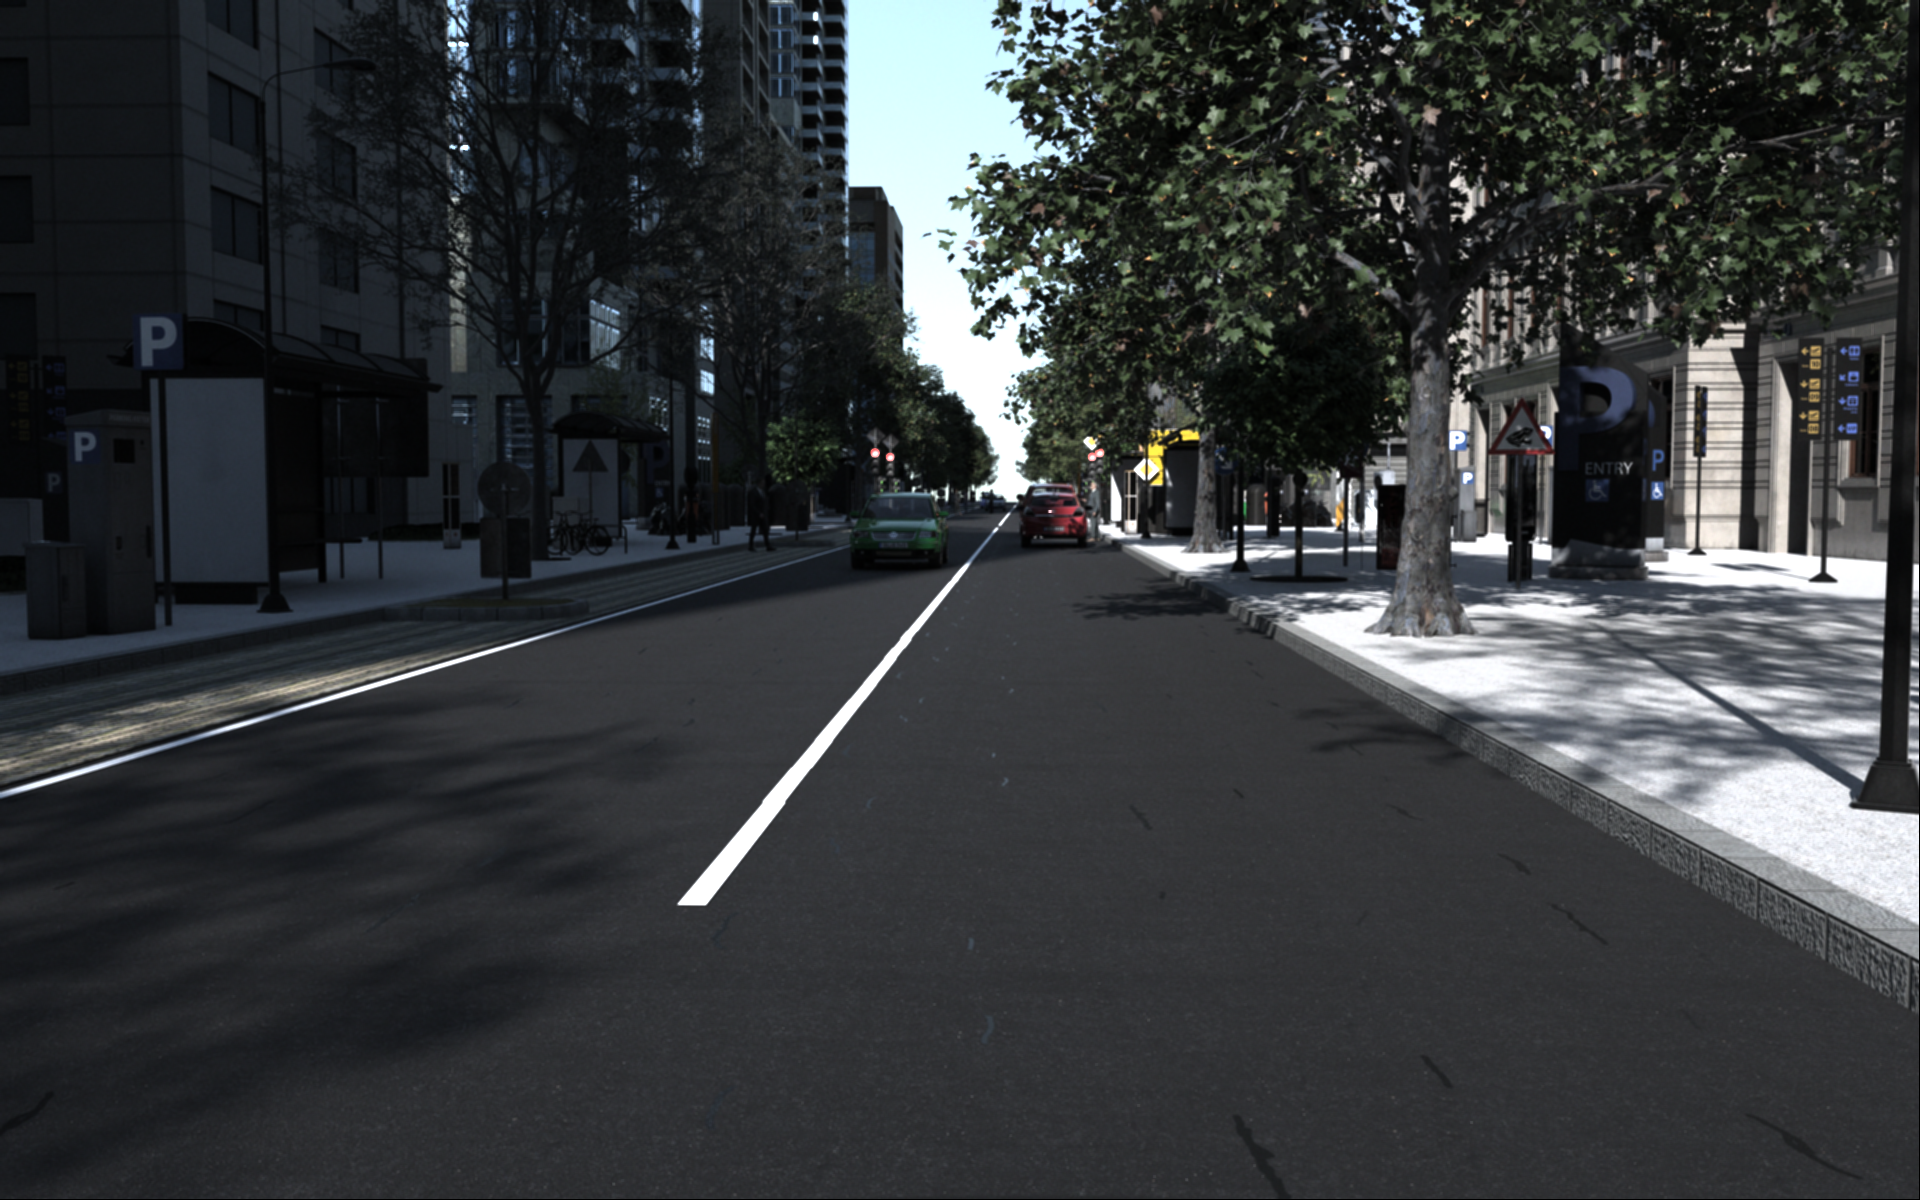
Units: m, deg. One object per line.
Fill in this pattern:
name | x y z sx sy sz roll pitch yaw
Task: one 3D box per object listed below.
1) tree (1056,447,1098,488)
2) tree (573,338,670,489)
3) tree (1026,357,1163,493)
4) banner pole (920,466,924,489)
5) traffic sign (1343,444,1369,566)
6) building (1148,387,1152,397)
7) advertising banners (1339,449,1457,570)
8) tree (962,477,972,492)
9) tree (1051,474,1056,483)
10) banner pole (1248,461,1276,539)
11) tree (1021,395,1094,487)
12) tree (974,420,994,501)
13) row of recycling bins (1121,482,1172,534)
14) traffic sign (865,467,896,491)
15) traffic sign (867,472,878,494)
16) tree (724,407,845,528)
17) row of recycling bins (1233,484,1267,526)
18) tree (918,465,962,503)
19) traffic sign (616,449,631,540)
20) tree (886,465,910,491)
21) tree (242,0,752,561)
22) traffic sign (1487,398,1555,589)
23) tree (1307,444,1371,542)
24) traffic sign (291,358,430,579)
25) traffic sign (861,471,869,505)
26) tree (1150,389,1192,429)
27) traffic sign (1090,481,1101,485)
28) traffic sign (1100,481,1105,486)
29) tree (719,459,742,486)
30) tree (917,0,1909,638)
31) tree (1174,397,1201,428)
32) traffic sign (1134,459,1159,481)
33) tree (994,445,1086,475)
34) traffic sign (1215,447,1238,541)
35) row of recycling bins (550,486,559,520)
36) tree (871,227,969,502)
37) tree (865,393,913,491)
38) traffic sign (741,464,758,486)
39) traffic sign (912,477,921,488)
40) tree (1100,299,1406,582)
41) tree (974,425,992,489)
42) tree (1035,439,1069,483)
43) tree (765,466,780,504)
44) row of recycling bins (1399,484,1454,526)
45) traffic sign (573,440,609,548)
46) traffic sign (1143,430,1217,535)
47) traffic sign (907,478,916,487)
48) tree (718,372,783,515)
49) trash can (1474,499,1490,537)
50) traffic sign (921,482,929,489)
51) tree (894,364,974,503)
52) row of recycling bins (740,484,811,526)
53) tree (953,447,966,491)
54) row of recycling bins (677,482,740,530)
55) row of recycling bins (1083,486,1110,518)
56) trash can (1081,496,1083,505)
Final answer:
tree | 7.780 -6.157 84.378 4.285 4.588 4.351 0 3 0
tree | -16.225 -8.087 82.579 4.737 8.622 4.395 0 3 0
tree | 7.748 -10.854 95.590 7.486 12.596 7.792 0 3 0
banner pole | -3.066 -9.134 139.363 0.401 3.779 0.863 -2 4 -24
traffic sign | 6.839 -1.868 30.654 0.768 2.556 0.104 0 4 7
building | 32.251 -36.073 273.389 14.154 41.232 14.086 0 4 2
advertising banners | 7.340 -2.024 29.287 2.074 3.025 0.090 1 4 9
tree | 0.129 -15.140 231.259 4.285 4.588 4.351 0 3 0
tree | 11.276 -12.254 184.069 4.285 4.588 4.351 0 3 0
banner pole | 8.728 -3.669 50.008 0.863 3.779 0.401 2 4 27
tree | 7.906 -11.729 126.177 7.601 10.594 8.767 -2 4 -24
tree | 1.167 -21.947 269.194 12.009 13.543 11.850 0 3 0
row of recycling bins | 6.264 -3.053 57.037 1.069 1.692 3.534 -1 4 -18
traffic sign | -5.681 -7.953 123.911 2.265 3.308 0.079 1 4 11
traffic sign | -4.850 -5.941 97.235 0.768 2.556 0.104 0 4 5
tree | -5.956 -5.005 65.538 4.285 4.588 4.351 0 3 0
row of recycling bins | 10.756 -3.896 70.814 3.534 1.692 1.069 1 4 10
tree | -2.486 -11.511 171.922 4.285 4.588 4.351 0 3 0
traffic sign | -9.504 -2.928 47.982 0.768 2.556 0.104 0 4 6
tree | -4.159 -7.298 113.927 1.663 3.219 1.824 0 3 0
tree | -8.113 -7.501 33.013 12.009 13.543 11.850 0 3 0
traffic sign | 7.577 -1.434 23.442 0.884 2.594 0.081 0 4 7
tree | 10.584 -5.875 46.417 4.737 8.622 4.395 0 3 0
traffic sign | -9.073 -1.975 26.162 2.265 3.308 0.079 1 4 12
traffic sign | -5.340 -5.969 97.695 0.768 2.556 0.104 0 4 5
tree | 14.008 -10.256 118.054 4.360 8.622 3.978 0 3 0
traffic sign | 7.870 -6.231 101.879 0.884 2.594 0.081 0 4 5
traffic sign | 8.410 -6.256 102.387 0.768 2.556 0.104 1 4 8
tree | -13.066 -6.139 94.975 1.663 3.219 1.824 0 3 0
tree | 4.390 -6.034 15.672 9.611 12.733 9.660 0 3 0
tree | 16.577 -10.688 125.116 4.737 8.622 4.395 0 3 0
traffic sign | 5.777 -3.212 53.709 0.795 2.450 0.064 0 4 3
tree | 13.370 -20.182 240.342 12.009 13.543 11.850 0 3 0
traffic sign | 7.173 -2.871 47.055 0.768 2.556 0.104 0 4 4
row of recycling bins | -20.955 -4.748 84.734 3.534 1.692 1.069 -2 4 -35
tree | -6.305 -8.780 53.931 12.009 13.543 11.850 0 3 0
tree | -4.824 -10.301 118.790 4.360 8.622 3.978 0 3 0
traffic sign | -8.836 -4.446 72.802 0.768 2.556 0.104 1 4 9
traffic sign | -3.267 -7.905 129.349 0.768 2.556 0.104 0 4 7
tree | 5.009 -2.573 25.775 4.285 4.588 4.351 0 3 0
tree | 0.633 -20.414 251.897 7.486 12.596 7.792 0 3 0
tree | 9.750 -13.457 170.392 4.737 8.622 4.395 0 3 0
tree | -12.923 -7.522 117.586 1.663 3.219 1.824 0 3 0
row of recycling bins | 19.110 -3.817 69.516 3.534 1.692 1.069 2 4 24
traffic sign | -8.854 -2.538 41.506 0.884 2.594 0.081 0 4 5
traffic sign | 6.824 -3.669 53.853 2.265 3.308 0.079 0 4 6
traffic sign | -3.689 -7.736 126.492 0.884 2.594 0.081 0 4 6
tree | -12.801 -9.498 105.646 4.737 8.622 4.395 0 3 0
trash can | 15.460 -2.455 51.793 0.748 1.137 0.748 0 3 0
traffic sign | -2.857 -8.540 141.759 0.606 2.300 0.079 1 4 8
tree | -3.098 -14.229 150.776 7.486 12.596 7.792 0 3 0
row of recycling bins | -7.708 -3.812 69.435 3.534 1.692 1.069 -1 4 -23
tree | -0.664 -15.891 210.182 4.737 8.622 4.395 0 3 0
row of recycling bins | -9.021 -3.316 61.329 1.069 1.692 3.534 1 4 14
row of recycling bins | 7.814 -5.212 92.329 1.069 1.692 3.534 -2 4 -35
trash can | 8.587 -6.551 118.768 0.748 1.137 0.748 0 3 0
